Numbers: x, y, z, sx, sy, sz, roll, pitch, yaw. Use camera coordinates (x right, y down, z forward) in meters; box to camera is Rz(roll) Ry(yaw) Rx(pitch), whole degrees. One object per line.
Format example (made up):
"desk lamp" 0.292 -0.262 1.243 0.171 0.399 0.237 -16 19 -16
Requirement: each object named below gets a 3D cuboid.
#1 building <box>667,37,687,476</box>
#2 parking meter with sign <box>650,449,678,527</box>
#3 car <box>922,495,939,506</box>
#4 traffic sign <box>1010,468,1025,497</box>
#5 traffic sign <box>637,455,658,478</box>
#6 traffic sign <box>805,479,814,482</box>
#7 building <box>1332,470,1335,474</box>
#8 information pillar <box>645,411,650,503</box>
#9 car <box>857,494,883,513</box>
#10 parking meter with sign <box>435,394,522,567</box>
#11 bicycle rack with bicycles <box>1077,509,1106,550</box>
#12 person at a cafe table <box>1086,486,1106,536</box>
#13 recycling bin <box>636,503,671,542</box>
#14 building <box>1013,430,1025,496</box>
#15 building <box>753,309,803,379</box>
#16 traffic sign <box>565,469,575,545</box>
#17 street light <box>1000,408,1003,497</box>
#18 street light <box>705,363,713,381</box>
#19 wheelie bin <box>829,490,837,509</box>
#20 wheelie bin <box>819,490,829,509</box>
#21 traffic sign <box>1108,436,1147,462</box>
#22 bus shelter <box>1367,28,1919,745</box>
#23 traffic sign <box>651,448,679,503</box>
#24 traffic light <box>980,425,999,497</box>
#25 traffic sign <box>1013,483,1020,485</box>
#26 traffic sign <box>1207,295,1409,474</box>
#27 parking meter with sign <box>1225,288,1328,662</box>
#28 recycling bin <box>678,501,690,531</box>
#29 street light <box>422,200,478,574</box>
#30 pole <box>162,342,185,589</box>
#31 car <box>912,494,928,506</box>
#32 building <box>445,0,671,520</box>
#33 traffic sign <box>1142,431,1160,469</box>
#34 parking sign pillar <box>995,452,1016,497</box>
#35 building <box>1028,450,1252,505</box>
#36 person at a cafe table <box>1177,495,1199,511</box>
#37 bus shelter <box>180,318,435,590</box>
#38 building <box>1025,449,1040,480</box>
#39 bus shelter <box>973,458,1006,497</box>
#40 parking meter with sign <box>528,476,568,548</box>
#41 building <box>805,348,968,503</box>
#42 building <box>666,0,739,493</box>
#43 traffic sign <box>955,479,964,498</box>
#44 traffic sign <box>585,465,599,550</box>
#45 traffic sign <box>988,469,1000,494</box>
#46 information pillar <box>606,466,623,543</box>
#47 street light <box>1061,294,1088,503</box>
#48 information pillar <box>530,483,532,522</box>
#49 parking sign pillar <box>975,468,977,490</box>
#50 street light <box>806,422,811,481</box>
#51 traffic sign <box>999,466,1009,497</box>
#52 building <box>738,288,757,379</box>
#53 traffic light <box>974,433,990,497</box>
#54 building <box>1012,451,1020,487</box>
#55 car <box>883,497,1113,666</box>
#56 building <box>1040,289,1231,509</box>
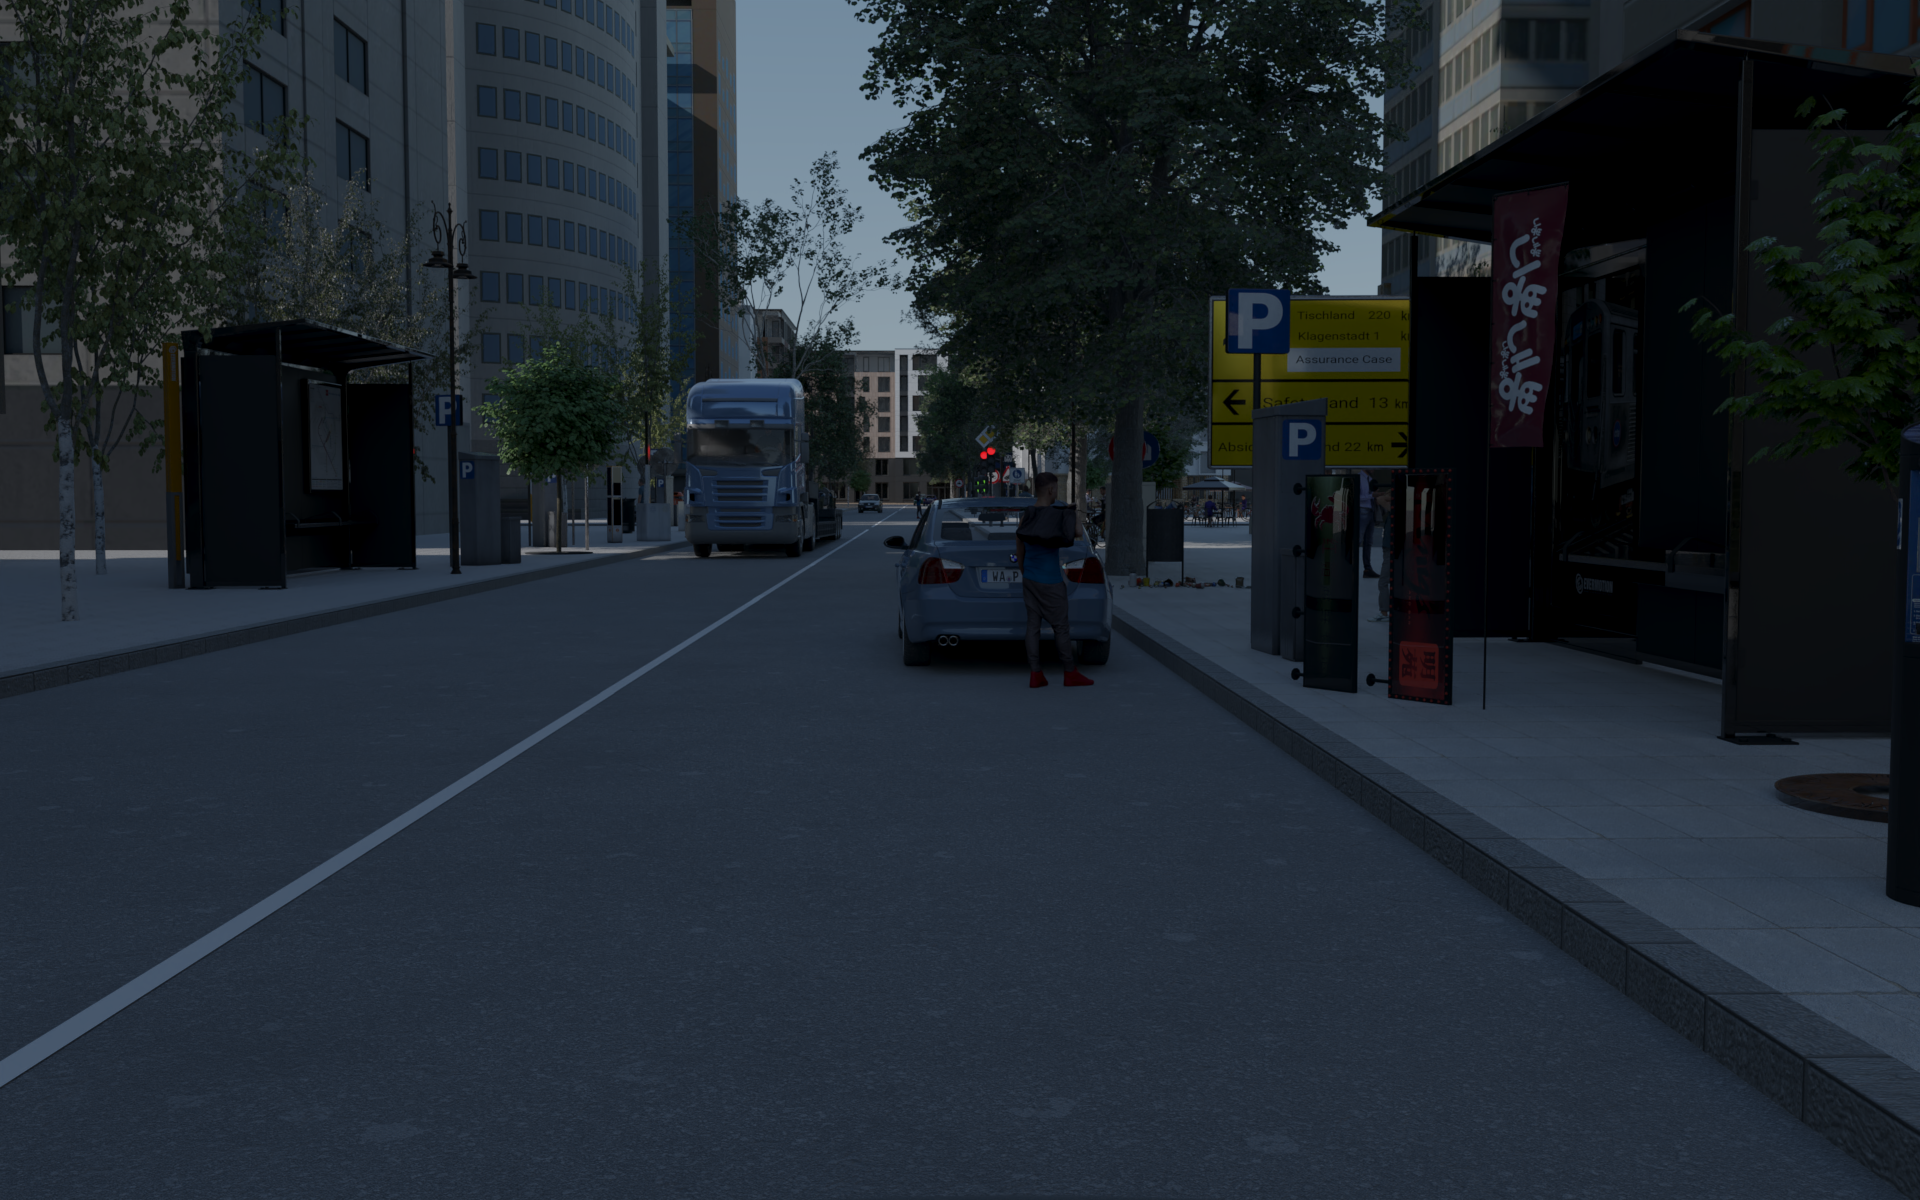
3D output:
"building" -34.179 -26.369 123.013 32.217 40.220 23.993 0 4 -1
"parking meter with sign" -11.580 -4.396 68.141 0.543 3.016 1.738 1 4 19
"car" -3.490 -11.671 203.399 1.945 1.354 3.894 0 4 -1
"traffic sign" 2.215 -3.975 67.118 0.606 2.300 0.079 0 4 5
"traffic sign" -9.989 -3.397 55.642 0.768 2.556 0.104 0 4 -1
"traffic sign" -12.028 -8.457 138.374 0.768 2.556 0.104 0 4 3
"building" 39.303 -21.775 212.446 11.380 20.091 16.016 0 4 -1
"information pillar" -8.852 -3.531 49.093 0.183 3.616 0.504 0 4 -5
"car" -6.795 -7.435 131.347 2.009 1.686 4.222 0 4 0
"parking meter with sign" -8.624 -2.137 31.194 0.543 3.016 1.738 2 4 24
"bicycle rack with bicycles" 3.410 -1.676 40.792 2.852 0.926 2.925 -2 4 -29
"person at a cafe table" 4.154 -2.772 53.836 1.622 1.524 1.698 -1 4 -16
"recycling bin" -8.362 -2.122 47.250 0.722 1.027 0.722 -2 4 -35
"building" 14.650 -21.892 214.352 16.016 20.091 11.380 0 4 -1
"building" -36.156 -22.063 204.697 32.646 21.610 27.936 0 4 -1
"traffic sign" -9.714 -2.658 43.462 0.884 2.594 0.081 0 4 3
"street light" 1.643 -5.810 67.775 0.468 5.910 1.993 0 4 -1
"street light" -8.879 -5.419 61.396 0.468 5.910 1.993 0 4 -1
"wheelie bin" -11.221 -8.766 151.230 0.693 1.594 0.980 2 4 29
"wheelie bin" -11.585 -8.278 143.260 0.980 1.594 0.693 -1 4 -22
"traffic sign" 3.327 -2.105 34.517 0.768 2.556 0.104 0 4 1
"bus shelter" 4.412 -1.262 11.914 1.731 3.624 6.357 0 4 -1
"traffic sign" -8.150 -2.922 47.876 0.768 2.556 0.104 0 4 2
"traffic light" 1.196 -4.850 68.215 0.839 4.253 0.868 0 4 -1
"traffic sign" 3.019 -5.654 92.555 0.768 2.556 0.104 0 3 0
"traffic sign" 3.683 -1.466 17.839 2.265 3.308 0.079 0 4 3
"parking meter with sign" 2.633 -1.084 13.989 0.543 3.016 1.738 0 4 -7
"recycling bin" -9.258 -2.895 59.888 0.722 1.027 0.722 3 5 41
"street light" -8.091 -3.354 27.632 0.468 5.910 1.993 0 4 -1
"pole" -10.633 -1.809 23.414 0.158 3.312 0.155 0 3 0
"car" -4.880 -12.480 215.853 2.131 1.459 4.920 0 4 -1
"building" -28.813 -33.865 95.691 21.231 58.520 28.212 0 4 -1
"traffic sign" 3.622 -2.121 34.784 0.768 2.556 0.104 0 4 4
"parking sign pillar" 2.754 -7.158 105.503 1.447 3.967 1.447 0 4 7
"building" 21.335 -21.314 192.464 27.936 21.610 32.646 0 4 -1
"person at a cafe table" 17.387 -7.302 130.253 1.698 1.238 1.726 3 4 38
"bus shelter" -9.666 -2.140 26.273 1.731 3.624 6.357 0 4 -1
"building" 14.985 -19.171 169.870 16.016 20.091 11.380 0 4 -1
"bus shelter" 1.817 -6.524 100.588 2.014 3.302 5.546 0 4 -1
"parking meter with sign" -10.083 -2.800 42.038 0.543 3.016 1.738 -3 5 -40
"building" -11.572 -25.238 256.613 32.646 21.610 27.936 0 4 -1
"building" -25.919 -30.091 142.100 14.600 45.320 14.200 0 4 -1
"traffic sign" -0.070 -8.779 143.645 0.768 2.556 0.104 0 4 1
"traffic sign" -8.511 -2.408 39.470 0.768 2.556 0.104 1 4 8
"traffic sign" 1.597 -5.283 86.483 0.768 2.556 0.104 0 4 0
"information pillar" -9.052 -2.500 45.367 0.304 2.012 0.304 -3 5 -40
"street light" 2.239 -3.752 34.133 0.468 5.910 1.993 0 4 -1
"information pillar" -11.029 -3.308 45.433 0.504 3.616 0.183 0 4 -2
"parking sign pillar" 1.615 -9.505 143.877 1.447 3.967 1.447 2 4 25
"street light" -9.756 -8.445 110.869 0.468 5.910 1.993 0 4 -1
"traffic sign" 2.216 -4.871 79.648 0.884 2.594 0.081 0 4 4
"building" -26.370 -18.382 156.972 16.016 20.091 11.380 0 4 -1
"traffic light" 1.034 -5.338 76.198 0.839 4.253 0.868 0 4 -1
"building" 20.589 -23.599 252.308 31.486 18.905 16.747 0 4 -1
"car" 0.315 -0.230 15.767 2.014 1.417 4.499 0 4 -3
"building" 15.902 -18.453 158.124 16.016 20.091 11.380 0 4 -1
